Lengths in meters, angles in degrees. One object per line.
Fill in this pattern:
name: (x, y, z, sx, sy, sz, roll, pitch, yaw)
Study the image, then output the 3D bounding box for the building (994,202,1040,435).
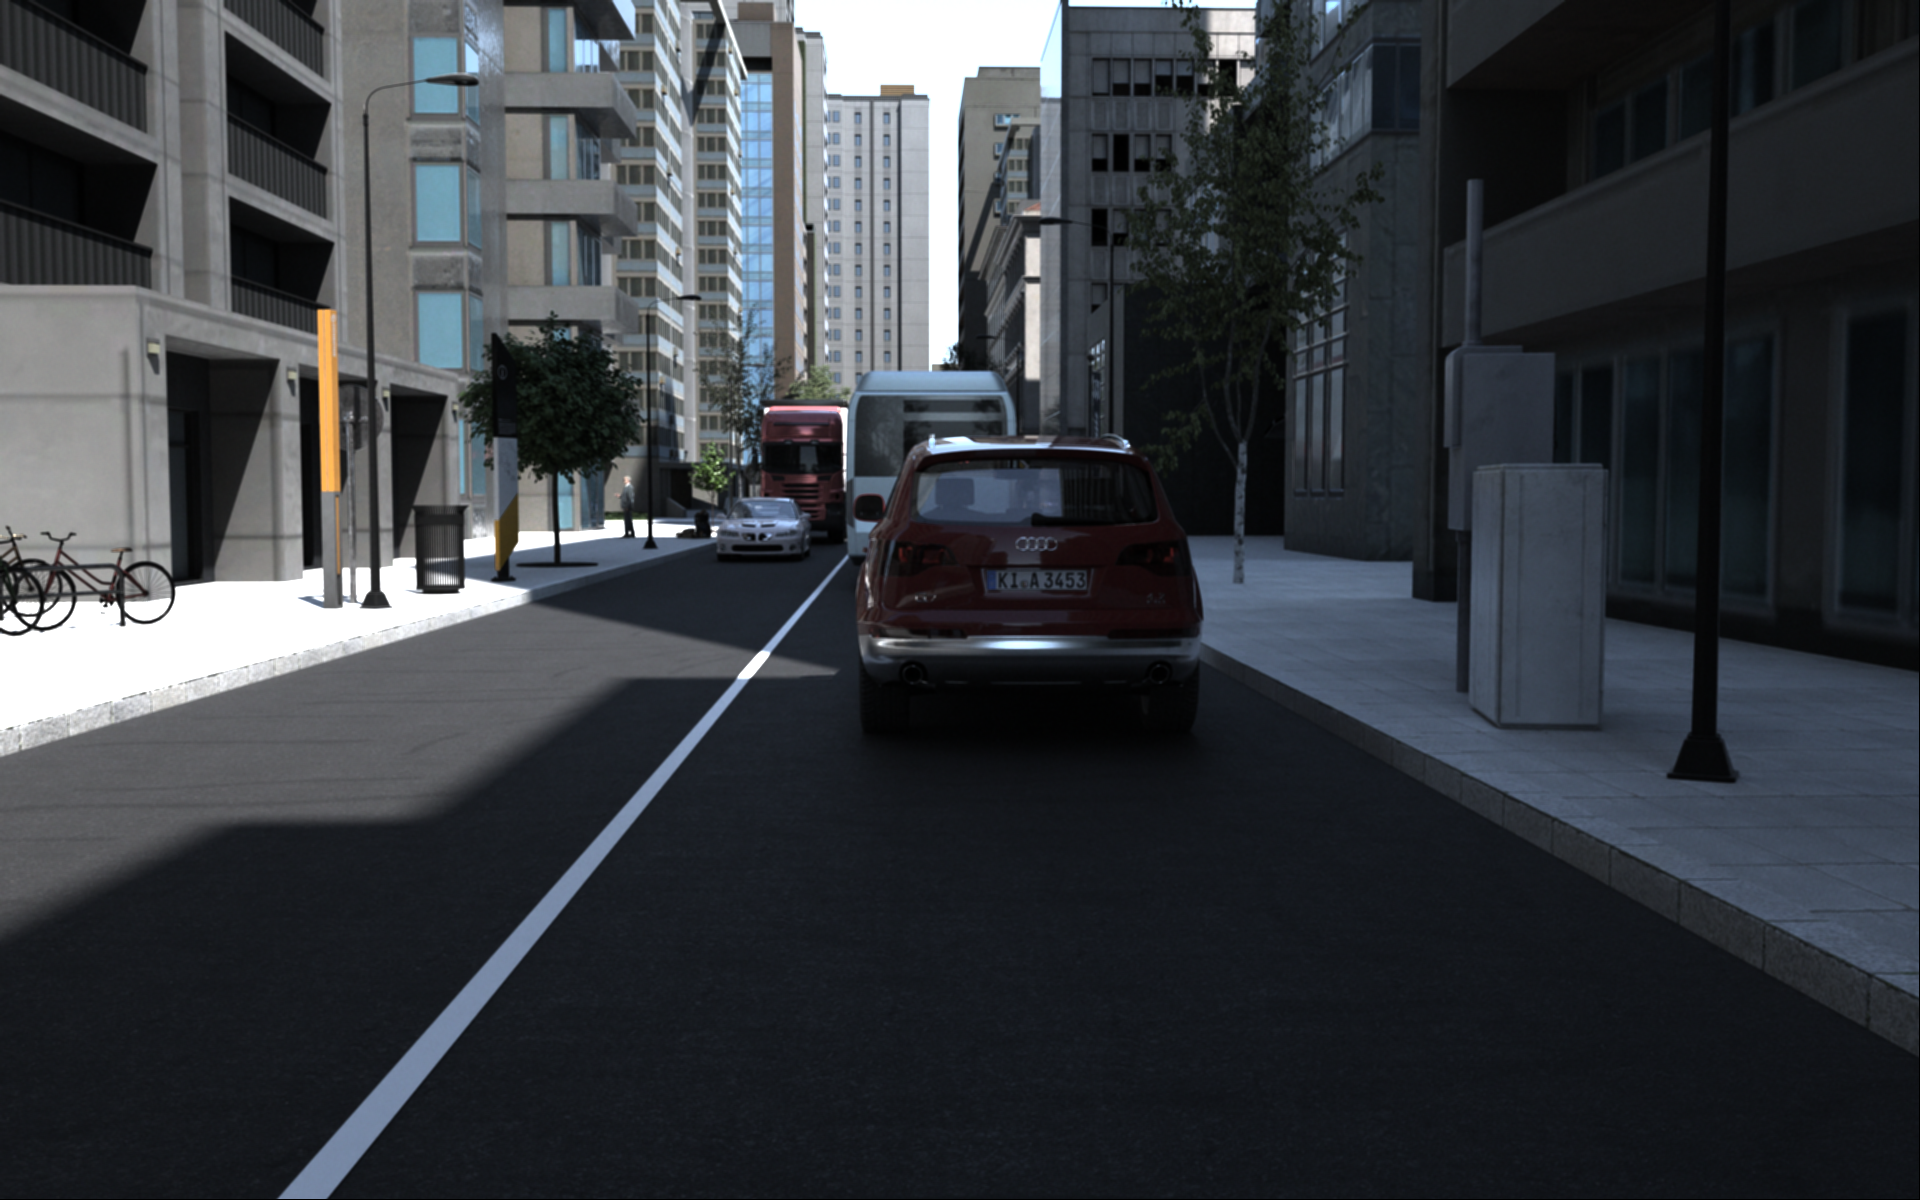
building: (8.650, -17.102, 115.767, 11.583, 22.565, 21.152, 0, 4, -2)

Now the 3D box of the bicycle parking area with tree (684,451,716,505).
bicycle parking area with tree: (-20.757, -7.859, 115.502, 8.231, 4.147, 9.016, 1, 4, 22)

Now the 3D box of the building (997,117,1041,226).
building: (16.623, -29.309, 171.091, 32.217, 40.220, 23.993, 0, 4, -2)

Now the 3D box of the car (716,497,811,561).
car: (-4.333, -1.607, 38.629, 2.083, 1.381, 4.827, 0, 4, -2)

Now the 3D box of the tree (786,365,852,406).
tree: (-12.466, -14.268, 151.410, 7.486, 12.596, 7.792, 0, 3, 0)

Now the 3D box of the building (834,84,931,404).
building: (-18.546, -43.416, 251.855, 28.212, 58.520, 21.231, 0, 4, -2)

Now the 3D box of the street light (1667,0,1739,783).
street light: (2.832, -2.149, 7.671, 1.470, 5.913, 1.316, 0, 4, -2)

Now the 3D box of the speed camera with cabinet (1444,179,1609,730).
speed camera with cabinet: (3.340, -0.976, 10.301, 0.660, 3.252, 2.038, 0, 4, 8)

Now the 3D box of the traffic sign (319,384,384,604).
traffic sign: (-7.089, -1.227, 20.167, 0.768, 2.556, 0.104, 0, 4, 3)

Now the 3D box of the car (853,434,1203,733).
car: (0.378, -0.200, 11.948, 2.281, 1.827, 5.304, 0, 4, -1)

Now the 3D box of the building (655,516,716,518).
building: (-28.870, -24.852, 98.219, 32.217, 40.220, 23.993, 0, 4, -2)

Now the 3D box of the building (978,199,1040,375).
building: (10.145, -18.844, 141.380, 16.112, 22.955, 30.059, 0, 4, -2)

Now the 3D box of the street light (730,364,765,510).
street light: (-7.622, -5.456, 61.740, 1.470, 5.913, 1.316, 0, 4, -2)

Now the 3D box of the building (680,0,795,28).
building: (-26.611, -46.187, 193.410, 20.563, 71.187, 20.611, 0, 4, -2)

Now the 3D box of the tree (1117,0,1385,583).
tree: (4.065, -4.564, 24.979, 4.737, 8.622, 4.395, 0, 3, 0)

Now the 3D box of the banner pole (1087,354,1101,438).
banner pole: (2.418, -2.522, 31.253, 0.401, 3.779, 0.863, 1, 4, 21)

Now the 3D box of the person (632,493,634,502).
person: (-14.323, -4.046, 74.913, 0.793, 1.790, 0.793, 0, 4, -7)

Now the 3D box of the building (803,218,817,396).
building: (-22.017, -24.818, 177.473, 14.160, 30.474, 14.107, 0, 4, -2)

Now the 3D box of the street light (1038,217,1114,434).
street light: (2.016, -3.467, 29.229, 1.470, 5.913, 1.316, 0, 4, -2)

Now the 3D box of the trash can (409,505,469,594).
trash can: (-6.699, -0.652, 22.313, 0.748, 1.137, 0.748, 0, 3, 0)

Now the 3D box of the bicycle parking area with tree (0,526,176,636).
bicycle parking area with tree: (-12.639, -1.727, 15.242, 8.231, 4.147, 9.016, 3, 4, 39)

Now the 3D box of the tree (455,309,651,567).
tree: (-7.268, -2.894, 31.027, 4.285, 4.588, 4.351, 0, 3, 0)

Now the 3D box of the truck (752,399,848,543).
truck: (-4.673, -3.954, 53.554, 2.839, 4.237, 11.283, 0, 4, -3)

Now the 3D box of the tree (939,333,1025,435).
tree: (0.417, -10.171, 100.713, 7.601, 10.594, 8.767, 1, 4, 8)

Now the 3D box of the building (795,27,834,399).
building: (-30.774, -41.303, 217.297, 28.212, 58.520, 21.231, 0, 4, -2)

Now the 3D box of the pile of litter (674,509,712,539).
pile of litter: (-7.761, -2.227, 50.378, 1.176, 0.858, 1.719, 1, 4, 12)

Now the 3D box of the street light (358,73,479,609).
street light: (-6.014, -2.858, 19.267, 1.470, 5.913, 1.316, 0, 4, -2)

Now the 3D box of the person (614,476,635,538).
person: (-9.821, -2.726, 50.796, 0.590, 1.801, 0.661, -1, 4, -19)

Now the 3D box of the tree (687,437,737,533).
tree: (-8.200, -3.888, 58.167, 1.663, 3.219, 1.824, 0, 3, 0)

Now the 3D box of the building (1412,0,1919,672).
building: (16.601, -23.617, 9.845, 21.300, 48.544, 21.600, 0, 4, -2)

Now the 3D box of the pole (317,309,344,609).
pole: (-7.006, -1.555, 19.268, 0.158, 3.312, 0.155, 0, 3, 0)

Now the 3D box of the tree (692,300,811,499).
tree: (-8.147, -7.066, 65.889, 4.360, 8.622, 3.978, 0, 3, 0)

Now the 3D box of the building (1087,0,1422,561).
building: (16.334, -44.858, 46.103, 22.319, 86.520, 31.000, 0, 4, -2)

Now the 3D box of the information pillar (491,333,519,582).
information pillar: (-6.688, -2.086, 25.454, 0.183, 3.616, 0.504, 1, 4, 22)

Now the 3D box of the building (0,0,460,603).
building: (-20.205, -36.086, 28.261, 20.563, 71.187, 20.611, 0, 4, -2)

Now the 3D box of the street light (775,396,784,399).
street light: (-8.136, -6.611, 80.626, 1.470, 5.913, 1.316, 0, 4, -2)

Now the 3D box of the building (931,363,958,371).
building: (10.169, -25.210, 257.225, 28.899, 21.520, 27.650, 0, 4, -2)

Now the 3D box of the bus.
bus: (-0.495, -2.303, 32.513, 2.948, 3.499, 13.247, 0, 4, -1)

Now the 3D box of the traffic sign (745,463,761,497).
traffic sign: (-8.473, -4.349, 71.212, 0.768, 2.556, 0.104, 0, 4, 6)

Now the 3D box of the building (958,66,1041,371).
building: (10.734, -34.864, 193.731, 21.300, 48.544, 21.600, 0, 4, -2)

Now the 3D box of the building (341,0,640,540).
building: (-26.667, -26.707, 56.263, 30.456, 49.044, 23.786, 0, 4, -2)

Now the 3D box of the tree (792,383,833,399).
tree: (-10.002, -10.113, 115.712, 4.737, 8.622, 4.395, 0, 3, 0)

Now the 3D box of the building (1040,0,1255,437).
building: (14.536, -16.593, 89.310, 19.932, 24.808, 12.078, 0, 4, -2)

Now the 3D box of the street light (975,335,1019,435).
street light: (1.153, -4.779, 50.683, 1.470, 5.913, 1.316, 0, 4, -2)

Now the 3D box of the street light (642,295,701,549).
street light: (-6.732, -4.158, 40.521, 1.470, 5.913, 1.316, 0, 4, -2)

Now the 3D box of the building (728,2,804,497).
building: (-22.014, -31.336, 162.450, 14.600, 45.320, 14.200, 0, 4, -2)
